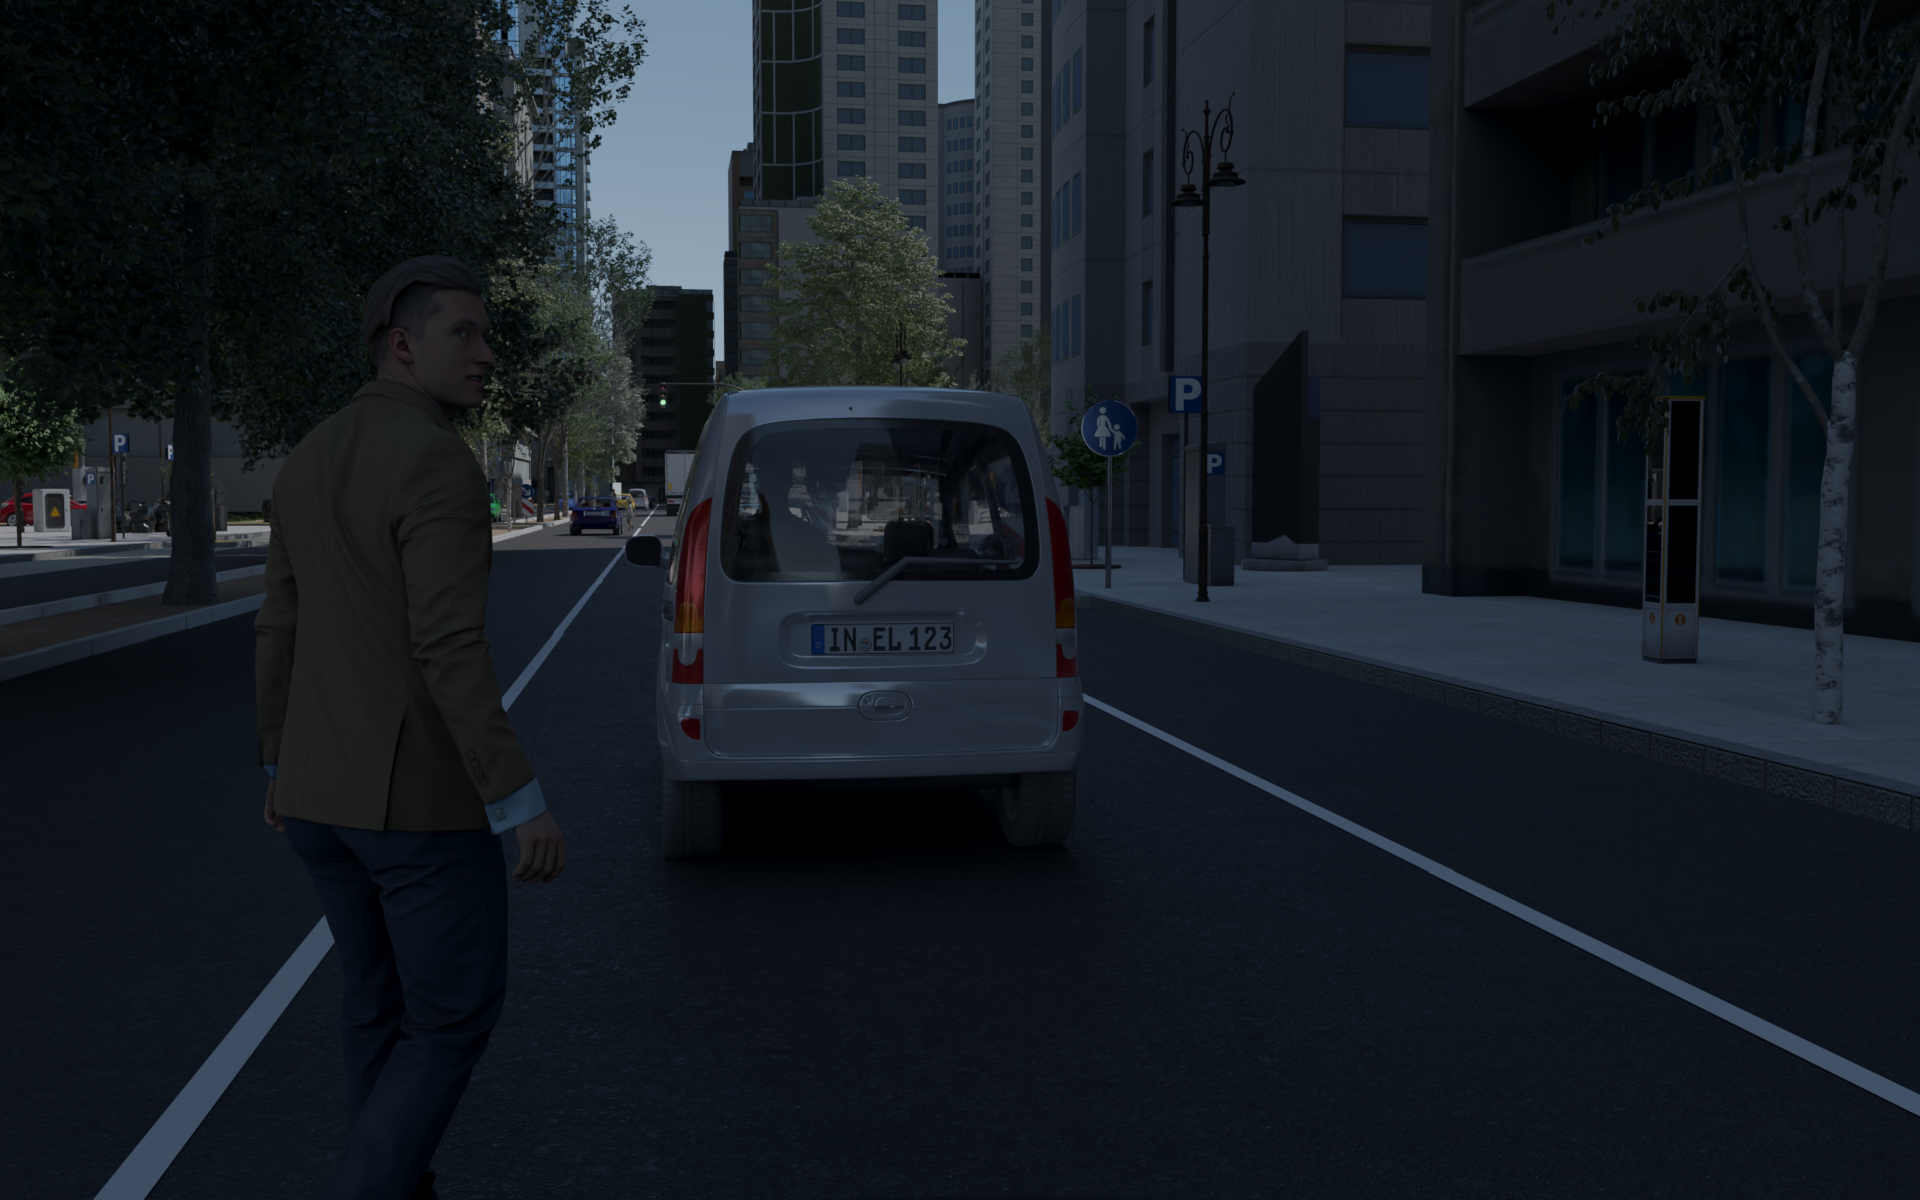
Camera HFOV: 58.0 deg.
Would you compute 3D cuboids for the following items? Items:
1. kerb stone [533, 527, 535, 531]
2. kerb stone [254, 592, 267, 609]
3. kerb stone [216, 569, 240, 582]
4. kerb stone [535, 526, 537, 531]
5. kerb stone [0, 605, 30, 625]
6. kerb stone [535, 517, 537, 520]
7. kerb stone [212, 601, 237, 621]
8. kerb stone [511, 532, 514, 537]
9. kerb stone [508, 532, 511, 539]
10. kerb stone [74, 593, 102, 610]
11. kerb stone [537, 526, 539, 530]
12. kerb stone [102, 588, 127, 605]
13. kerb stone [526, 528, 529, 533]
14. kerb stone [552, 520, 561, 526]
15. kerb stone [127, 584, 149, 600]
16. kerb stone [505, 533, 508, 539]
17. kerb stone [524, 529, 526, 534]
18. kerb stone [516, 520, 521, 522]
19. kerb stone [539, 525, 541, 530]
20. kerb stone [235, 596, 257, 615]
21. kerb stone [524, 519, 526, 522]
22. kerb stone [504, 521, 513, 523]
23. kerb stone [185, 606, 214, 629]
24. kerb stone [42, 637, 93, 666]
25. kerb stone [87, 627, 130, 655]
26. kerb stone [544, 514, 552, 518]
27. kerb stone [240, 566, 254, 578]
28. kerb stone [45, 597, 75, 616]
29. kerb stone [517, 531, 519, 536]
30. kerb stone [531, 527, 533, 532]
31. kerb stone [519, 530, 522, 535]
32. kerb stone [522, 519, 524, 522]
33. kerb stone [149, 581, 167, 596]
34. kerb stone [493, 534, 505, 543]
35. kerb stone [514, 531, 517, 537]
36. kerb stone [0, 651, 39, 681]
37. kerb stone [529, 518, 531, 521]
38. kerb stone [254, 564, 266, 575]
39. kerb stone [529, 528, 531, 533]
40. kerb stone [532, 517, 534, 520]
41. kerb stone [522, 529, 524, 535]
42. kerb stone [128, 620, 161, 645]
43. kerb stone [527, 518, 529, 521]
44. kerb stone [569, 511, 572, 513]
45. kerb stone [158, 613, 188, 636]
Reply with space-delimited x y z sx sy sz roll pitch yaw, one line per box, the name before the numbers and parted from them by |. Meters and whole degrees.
kerb stone | -16.241 -2.644 65.431 0.120 0.150 1.000 -1 4 -10
kerb stone | -8.869 0.018 21.907 0.120 0.150 1.000 -1 4 -10
kerb stone | -12.142 -0.395 28.657 0.120 0.150 1.000 -1 4 -10
kerb stone | -16.416 -2.703 66.438 0.120 0.150 1.000 -1 4 -10
kerb stone | -10.606 0.162 19.556 0.120 0.150 1.000 -1 4 -10
kerb stone | -23.189 -4.383 93.875 0.120 0.150 1.000 -1 4 -10
kerb stone | -8.519 0.142 19.881 0.120 0.150 1.000 -1 4 -10
kerb stone | -14.699 -2.082 56.320 0.120 0.150 1.000 -1 4 -10
kerb stone | -14.527 -2.025 55.311 0.120 0.150 1.000 -1 4 -10
kerb stone | -10.947 0.038 21.573 0.120 0.150 1.000 -1 4 -10
kerb stone | -16.582 -2.761 67.447 0.120 0.150 1.000 -1 4 -10
kerb stone | -11.110 -0.023 22.582 0.120 0.150 1.000 -1 4 -10
kerb stone | -15.729 -2.458 62.399 0.120 0.150 1.000 -1 4 -10
kerb stone | -18.886 -3.594 81.084 0.120 0.150 1.000 -1 4 -10
kerb stone | -11.290 -0.083 23.595 0.120 0.150 1.000 -1 4 -10
kerb stone | -14.360 -1.963 54.297 0.120 0.150 1.000 -1 4 -10
kerb stone | -15.563 -2.392 61.388 0.120 0.150 1.000 -1 4 -10
kerb stone | -21.480 -3.765 83.759 0.120 0.150 1.000 -1 4 -10
kerb stone | -16.758 -2.827 68.453 0.120 0.150 1.000 -1 4 -10
kerb stone | -8.696 0.082 20.897 0.120 0.150 1.000 -1 4 -10
kerb stone | -21.989 -3.951 86.793 0.120 0.150 1.000 -1 4 -10
kerb stone | -20.788 -3.518 79.713 0.120 0.150 1.000 -1 4 -10
kerb stone | -8.349 0.203 18.874 0.120 0.150 1.000 -1 4 -10
kerb stone | -7.671 0.451 14.826 0.120 0.150 1.000 -1 4 -10
kerb stone | -7.840 0.388 15.849 0.120 0.150 1.000 -1 4 -10
kerb stone | -25.254 -5.126 106.013 0.120 0.150 1.000 -1 4 -10
kerb stone | -12.316 -0.457 29.674 0.120 0.150 1.000 -1 4 -10
kerb stone | -10.770 0.104 20.567 0.120 0.150 1.000 -1 4 -10
kerb stone | -15.045 -2.211 58.348 0.120 0.150 1.000 -1 4 -10
kerb stone | -16.069 -2.582 64.415 0.120 0.150 1.000 -1 4 -10
kerb stone | -15.202 -2.273 59.357 0.120 0.150 1.000 -1 4 -10
kerb stone | -21.821 -3.889 85.784 0.120 0.150 1.000 -1 4 -10
kerb stone | -11.462 -0.147 24.604 0.120 0.150 1.000 -1 4 -10
kerb stone | -14.181 -1.898 53.289 0.120 0.150 1.000 -1 4 -10
kerb stone | -14.873 -2.150 57.340 0.120 0.150 1.000 -1 4 -10
kerb stone | -7.498 0.521 13.817 0.120 0.150 1.000 -1 4 -10
kerb stone | -22.504 -4.137 89.835 0.120 0.150 1.000 -1 4 -10
kerb stone | -12.491 -0.519 30.689 0.120 0.150 1.000 -1 4 -10
kerb stone | -15.901 -2.521 63.407 0.120 0.150 1.000 -1 4 -10
kerb stone | -22.847 -4.259 91.854 0.120 0.150 1.000 -1 4 -10
kerb stone | -15.391 -2.335 60.369 0.120 0.150 1.000 -1 4 -10
kerb stone | -8.013 0.326 16.857 0.120 0.150 1.000 -1 4 -10
kerb stone | -22.330 -4.075 88.823 0.120 0.150 1.000 -1 4 -10
kerb stone | -30.047 -6.858 134.318 0.120 0.150 1.000 -1 4 -10
kerb stone | -8.187 0.270 17.865 0.120 0.150 1.000 -1 4 -10
